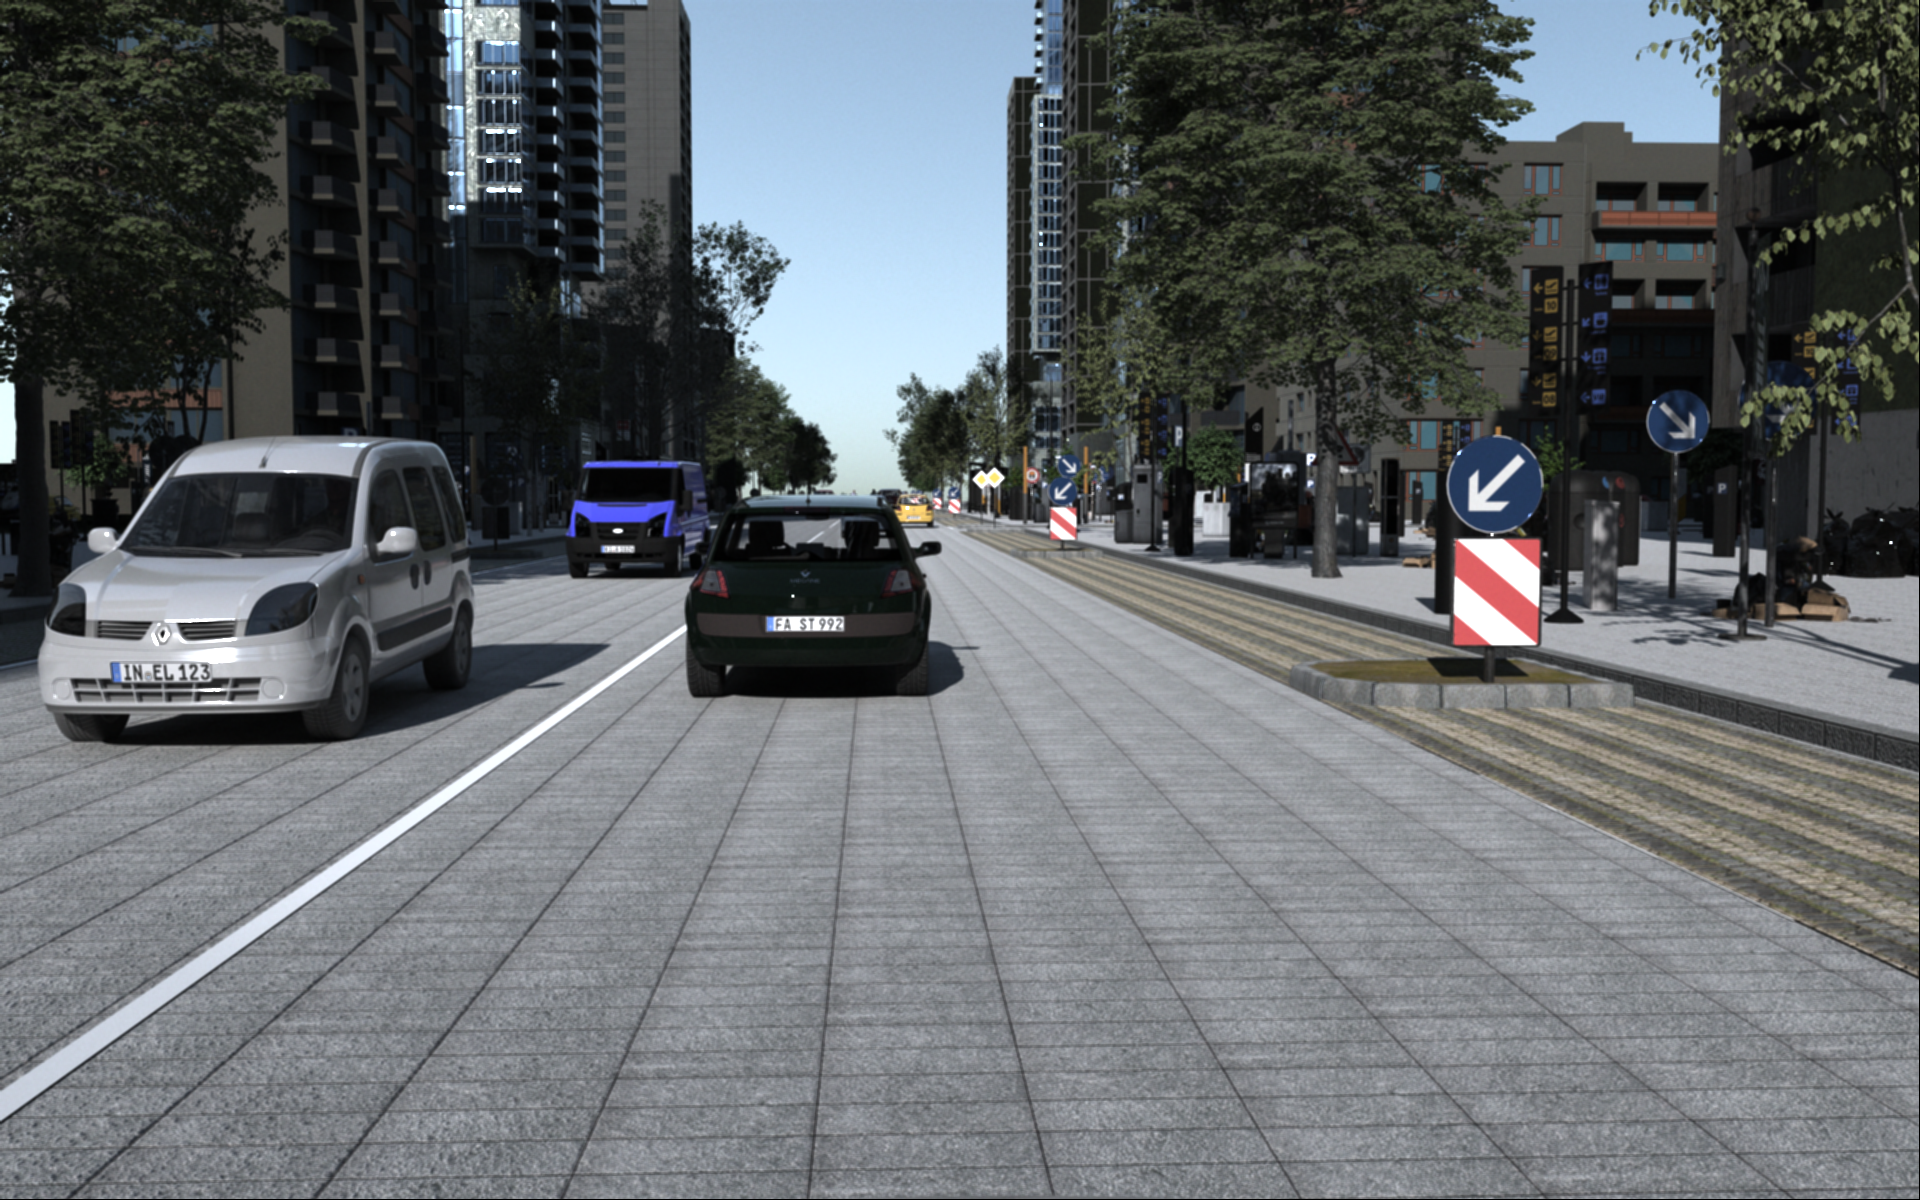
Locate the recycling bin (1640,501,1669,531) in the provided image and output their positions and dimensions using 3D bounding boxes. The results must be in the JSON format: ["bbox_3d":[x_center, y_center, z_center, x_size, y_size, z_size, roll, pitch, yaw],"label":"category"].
[{"bbox_3d":[24.087,-2.907,60.081,0.722,1.027,0.722,0,4,3],"label":"recycling bin"}]

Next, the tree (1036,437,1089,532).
[{"bbox_3d":[3.682,-3.935,58.934,1.663,3.219,1.824,0,3,0],"label":"tree"}]

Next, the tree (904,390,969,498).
[{"bbox_3d":[-2.380,-16.546,188.648,7.486,12.596,7.792,0,3,0],"label":"tree"}]

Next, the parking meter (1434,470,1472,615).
[{"bbox_3d":[5.283,-0.619,18.533,0.372,1.533,0.369,0,3,0],"label":"parking meter"}]

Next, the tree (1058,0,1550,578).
[{"bbox_3d":[5.219,-6.615,26.281,7.486,12.596,7.792,0,3,0],"label":"tree"}]

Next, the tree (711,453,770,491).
[{"bbox_3d":[-17.881,-9.235,134.702,4.285,4.588,4.351,0,3,0],"label":"tree"}]

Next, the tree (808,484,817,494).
[{"bbox_3d":[-25.952,-21.360,299.600,4.737,8.622,4.395,0,3,0],"label":"tree"}]

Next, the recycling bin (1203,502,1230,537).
[{"bbox_3d":[7.786,-2.418,52.084,0.722,1.027,0.722,-3,5,-45],"label":"recycling bin"}]

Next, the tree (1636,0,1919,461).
[{"bbox_3d":[6.808,-3.739,11.493,4.737,8.622,4.395,0,3,0],"label":"tree"}]

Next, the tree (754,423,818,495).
[{"bbox_3d":[-21.672,-16.836,209.683,8.767,10.594,7.601,-2,4,-33],"label":"tree"}]

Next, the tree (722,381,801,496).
[{"bbox_3d":[-18.301,-14.241,158.595,9.928,11.665,9.643,0,3,0],"label":"tree"}]

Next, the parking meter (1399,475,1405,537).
[{"bbox_3d":[13.134,-2.831,51.998,0.255,1.863,0.399,-3,5,-43],"label":"parking meter"}]

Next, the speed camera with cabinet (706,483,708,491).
[{"bbox_3d":[-19.675,-8.309,130.194,0.660,3.252,2.038,2,4,24],"label":"speed camera with cabinet"}]

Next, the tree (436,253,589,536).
[{"bbox_3d":[-13.329,-6.247,52.502,4.360,8.622,3.978,0,3,0],"label":"tree"}]

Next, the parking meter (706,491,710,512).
[{"bbox_3d":[-17.632,-6.884,120.961,0.372,1.533,0.369,0,3,0],"label":"parking meter"}]

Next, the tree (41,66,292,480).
[{"bbox_3d":[-13.350,-4.859,29.814,4.360,8.622,3.978,0,3,0],"label":"tree"}]

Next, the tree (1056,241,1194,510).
[{"bbox_3d":[4.882,-6.034,49.015,4.737,8.622,4.395,0,3,0],"label":"tree"}]

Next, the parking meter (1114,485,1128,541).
[{"bbox_3d":[4.396,-2.371,47.172,0.372,1.533,0.369,0,3,0],"label":"parking meter"}]

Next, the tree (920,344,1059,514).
[{"bbox_3d":[1.768,-10.638,108.351,8.767,10.594,7.601,0,4,-7],"label":"tree"}]

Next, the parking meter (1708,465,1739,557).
[{"bbox_3d":[15.549,-1.805,35.222,0.255,1.863,0.399,-2,4,-34],"label":"parking meter"}]

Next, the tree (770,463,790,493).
[{"bbox_3d":[-19.171,-11.946,179.024,4.285,4.588,4.351,0,3,0],"label":"tree"}]

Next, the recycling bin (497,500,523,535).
[{"bbox_3d":[-14.288,-2.590,54.898,0.722,1.027,0.722,0,4,-6],"label":"recycling bin"}]

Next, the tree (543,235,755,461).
[{"bbox_3d":[-14.892,-10.583,83.403,12.009,13.543,11.850,0,3,0],"label":"tree"}]

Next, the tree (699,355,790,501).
[{"bbox_3d":[-17.697,-13.702,142.157,7.486,12.596,7.792,0,3,0],"label":"tree"}]

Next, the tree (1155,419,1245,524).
[{"bbox_3d":[10.979,-5.576,74.889,4.285,4.588,4.351,0,3,0],"label":"tree"}]

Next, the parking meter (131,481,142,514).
[{"bbox_3d":[-36.365,-4.329,76.483,0.399,1.863,0.255,1,4,17],"label":"parking meter"}]

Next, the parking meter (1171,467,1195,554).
[{"bbox_3d":[4.801,-1.917,37.059,0.399,1.863,0.255,-3,5,-40],"label":"parking meter"}]

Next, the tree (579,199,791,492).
[{"bbox_3d":[-17.689,-15.674,112.154,12.611,20.169,13.585,0,3,0],"label":"tree"}]

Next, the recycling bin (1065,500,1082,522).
[{"bbox_3d":[5.387,-4.323,83.243,0.722,1.027,0.722,2,4,23],"label":"recycling bin"}]

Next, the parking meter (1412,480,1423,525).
[{"bbox_3d":[19.285,-4.115,72.998,0.399,1.863,0.255,0,4,0],"label":"parking meter"}]

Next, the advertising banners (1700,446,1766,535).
[{"bbox_3d":[24.209,-3.535,53.978,2.074,3.025,0.090,1,4,13],"label":"advertising banners"}]

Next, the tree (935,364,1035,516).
[{"bbox_3d":[1.881,-9.096,99.085,4.737,8.622,4.395,0,3,0],"label":"tree"}]

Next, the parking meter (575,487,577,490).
[{"bbox_3d":[-31.331,-8.307,141.526,0.255,1.863,0.399,-2,4,-23],"label":"parking meter"}]

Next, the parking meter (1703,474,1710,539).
[{"bbox_3d":[21.642,-2.699,49.835,0.399,1.863,0.255,3,5,43],"label":"parking meter"}]

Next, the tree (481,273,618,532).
[{"bbox_3d":[-13.949,-6.606,58.370,4.737,8.622,4.395,0,3,0],"label":"tree"}]

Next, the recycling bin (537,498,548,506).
[{"bbox_3d":[-26.734,-5.982,110.362,0.722,1.027,0.722,1,4,16],"label":"recycling bin"}]

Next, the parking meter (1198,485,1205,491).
[{"bbox_3d":[15.297,-6.368,109.835,0.399,1.863,0.255,-2,4,-28],"label":"parking meter"}]

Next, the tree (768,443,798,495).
[{"bbox_3d":[-22.306,-16.357,217.796,4.360,8.622,3.978,0,3,0],"label":"tree"}]

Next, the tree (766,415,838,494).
[{"bbox_3d":[-23.442,-20.046,244.763,9.611,12.733,9.660,0,3,0],"label":"tree"}]

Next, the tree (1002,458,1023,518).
[{"bbox_3d":[2.949,-6.095,94.253,1.663,3.219,1.824,0,3,0],"label":"tree"}]

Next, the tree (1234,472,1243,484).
[{"bbox_3d":[17.636,-7.189,112.142,1.663,3.219,1.824,0,3,0],"label":"tree"}]

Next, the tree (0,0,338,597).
[{"bbox_3d":[-11.901,-6.339,21.763,7.486,12.596,7.792,0,3,0],"label":"tree"}]

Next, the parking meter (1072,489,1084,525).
[{"bbox_3d":[4.886,-3.923,72.545,0.372,1.533,0.369,0,3,0],"label":"parking meter"}]

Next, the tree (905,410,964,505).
[{"bbox_3d":[-2.667,-17.172,206.518,9.928,11.665,9.643,0,3,0],"label":"tree"}]

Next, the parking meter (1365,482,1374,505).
[{"bbox_3d":[18.934,-4.554,80.161,0.399,1.863,0.255,0,4,8],"label":"parking meter"}]

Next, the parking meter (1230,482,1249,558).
[{"bbox_3d":[5.663,-1.634,35.132,0.372,1.533,0.369,0,3,0],"label":"parking meter"}]

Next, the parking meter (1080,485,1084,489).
[{"bbox_3d":[7.465,-6.089,105.263,0.255,1.863,0.399,-2,4,-31],"label":"parking meter"}]

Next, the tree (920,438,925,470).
[{"bbox_3d":[-1.969,-13.928,178.089,4.737,8.622,4.395,0,3,0],"label":"tree"}]

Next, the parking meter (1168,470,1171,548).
[{"bbox_3d":[5.148,-2.195,41.599,0.255,1.863,0.399,1,4,12],"label":"parking meter"}]
